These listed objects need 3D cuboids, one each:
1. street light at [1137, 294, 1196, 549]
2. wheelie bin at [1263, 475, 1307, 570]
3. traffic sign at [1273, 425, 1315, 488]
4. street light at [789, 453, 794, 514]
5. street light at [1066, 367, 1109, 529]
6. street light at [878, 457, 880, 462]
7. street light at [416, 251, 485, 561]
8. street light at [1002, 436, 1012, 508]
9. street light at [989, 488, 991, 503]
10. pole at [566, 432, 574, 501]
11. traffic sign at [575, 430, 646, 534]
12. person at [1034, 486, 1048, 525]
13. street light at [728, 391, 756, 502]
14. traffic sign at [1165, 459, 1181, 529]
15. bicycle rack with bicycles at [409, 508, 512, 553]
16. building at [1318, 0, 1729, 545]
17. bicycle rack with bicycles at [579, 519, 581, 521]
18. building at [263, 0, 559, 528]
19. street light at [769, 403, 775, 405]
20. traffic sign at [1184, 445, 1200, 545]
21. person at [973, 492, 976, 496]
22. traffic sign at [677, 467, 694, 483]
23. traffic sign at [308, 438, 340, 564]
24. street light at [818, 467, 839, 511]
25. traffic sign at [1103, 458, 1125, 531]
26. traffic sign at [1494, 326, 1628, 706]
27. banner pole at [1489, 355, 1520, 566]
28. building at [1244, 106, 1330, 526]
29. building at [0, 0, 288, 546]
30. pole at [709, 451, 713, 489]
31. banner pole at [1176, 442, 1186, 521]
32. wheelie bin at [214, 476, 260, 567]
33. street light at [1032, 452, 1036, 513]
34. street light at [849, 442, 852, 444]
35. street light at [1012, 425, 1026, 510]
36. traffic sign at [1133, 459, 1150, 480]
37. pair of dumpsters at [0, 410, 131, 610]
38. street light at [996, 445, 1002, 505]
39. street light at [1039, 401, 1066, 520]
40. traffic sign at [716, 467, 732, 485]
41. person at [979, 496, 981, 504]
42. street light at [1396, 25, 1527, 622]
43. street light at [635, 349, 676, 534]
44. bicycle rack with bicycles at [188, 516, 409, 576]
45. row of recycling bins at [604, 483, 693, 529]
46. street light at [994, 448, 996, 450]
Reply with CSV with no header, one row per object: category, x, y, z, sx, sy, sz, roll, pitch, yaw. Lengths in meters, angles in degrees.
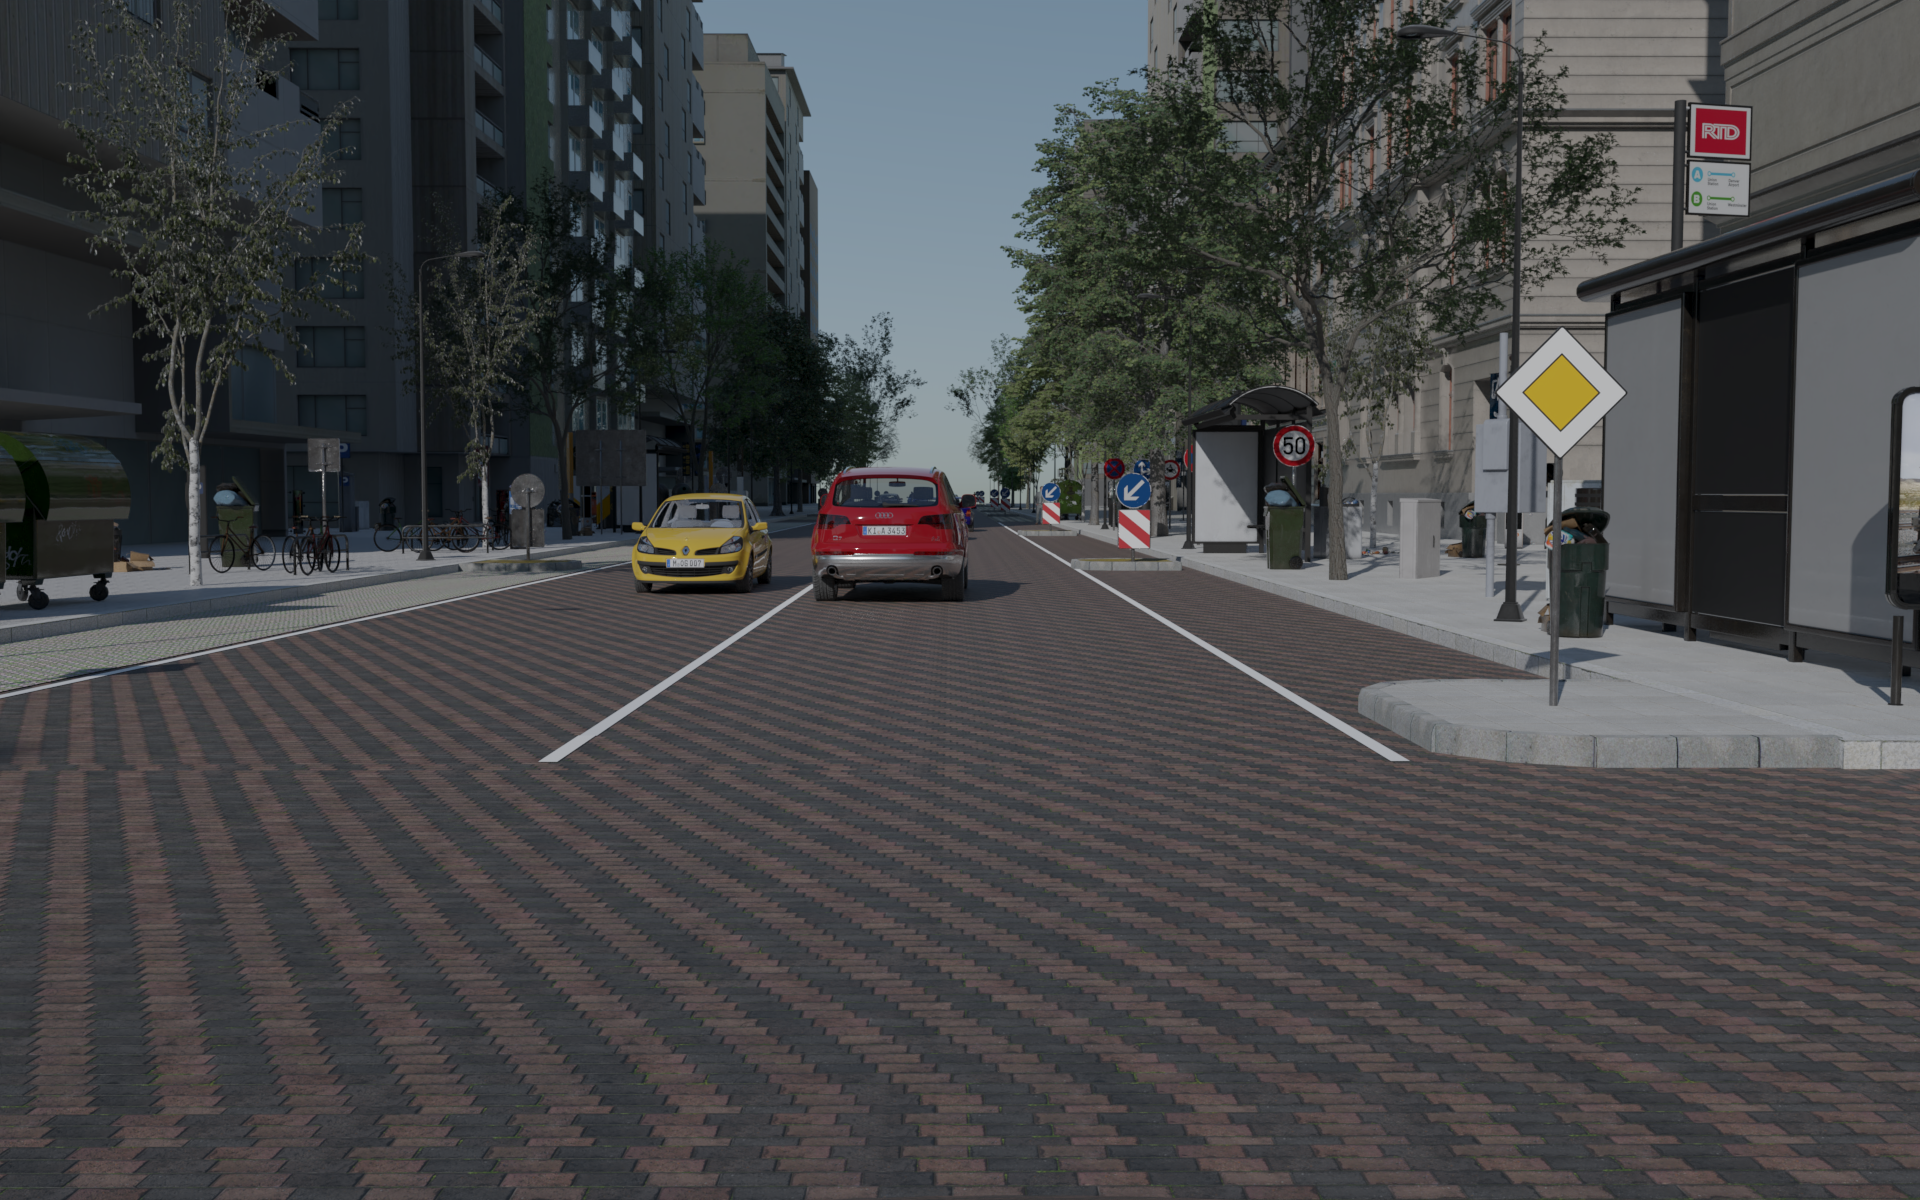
street light,4.800,-4.144,40.288,1.470,5.913,1.316,0,4,0
wheelie bin,5.525,-1.324,29.563,0.693,1.594,0.980,0,4,3
traffic sign,6.155,-1.948,31.961,0.768,2.556,0.104,1,4,8
street light,-10.190,-8.418,110.181,1.470,5.913,1.316,0,4,0
street light,4.724,-5.516,62.720,1.470,5.913,1.316,0,4,0
street light,-10.632,-14.854,215.400,1.470,5.913,1.316,0,4,0
street light,-9.774,-3.714,33.266,1.470,5.913,1.316,0,4,0
street light,4.320,-10.195,139.229,1.470,5.913,1.316,0,4,0
street light,3.942,-13.832,198.701,1.470,5.913,1.316,0,4,0
pole,-12.882,-3.876,57.223,0.158,3.312,0.155,0,3,0
traffic sign,-11.054,-3.730,54.853,2.265,3.308,0.079,0,4,4
person,3.775,-4.421,80.885,0.635,1.810,0.391,-1,4,-13
street light,-9.896,-6.458,78.132,1.470,5.913,1.316,0,4,0
traffic sign,7.719,-3.888,63.671,0.768,2.556,0.104,0,3,0
bicycle rack with bicycles,-11.458,-1.524,38.303,2.925,0.926,2.852,-1,4,-10
building,20.067,-16.307,54.012,14.401,28.519,23.554,0,4,0
bicycle rack with bicycles,-18.902,-4.079,80.073,2.925,0.926,2.852,0,4,-5
building,-25.034,-23.624,69.853,14.154,41.232,14.086,0,4,0
street light,-10.023,-7.046,87.749,1.470,5.913,1.316,0,4,0
traffic sign,5.976,-2.645,43.344,0.768,2.556,0.104,0,4,1
person,1.951,-13.495,229.958,1.217,1.723,0.721,1,4,17
traffic sign,-12.421,-4.784,78.328,0.768,2.556,0.104,0,4,3
traffic sign,-11.680,-1.816,31.817,0.606,2.300,0.079,0,4,7
street light,-10.242,-9.841,133.442,1.470,5.913,1.316,0,4,0
traffic sign,5.393,-3.701,60.615,0.768,2.556,0.104,0,3,0
traffic sign,3.594,-0.415,10.435,0.795,2.450,0.064,0,4,0
banner pole,9.803,-2.524,31.289,0.401,3.779,0.863,-1,4,-20
building,18.803,-12.908,75.673,10.561,19.102,19.286,0,4,0
building,-31.173,-27.363,36.625,28.713,52.752,27.495,0,4,0
pole,-11.833,-5.413,82.339,0.158,3.312,0.155,0,3,0
banner pole,10.580,-5.685,82.960,0.401,3.779,0.863,-2,4,-28
wheelie bin,-12.741,-1.383,30.525,0.693,1.594,0.980,-1,4,-16
street light,4.623,-7.440,94.189,1.470,5.913,1.316,0,4,0
street light,-10.373,-11.213,155.874,1.470,5.913,1.316,0,4,0
street light,4.449,-8.823,116.797,1.470,5.913,1.316,0,4,0
traffic sign,6.745,-3.889,63.697,0.768,2.556,0.104,0,4,2
pair of dumpsters,-10.686,-0.987,18.628,1.574,2.255,4.437,0,4,0
street light,4.328,-11.594,162.108,1.470,5.913,1.316,0,4,0
street light,4.714,-6.912,85.552,1.470,5.913,1.316,0,4,0
traffic sign,-11.129,-4.985,81.611,0.768,2.556,0.104,0,4,1
person,2.603,-13.490,232.277,0.599,1.433,0.991,1,4,20
street light,5.023,-2.740,17.335,1.470,5.913,1.316,0,4,0
street light,-9.751,-5.086,55.700,1.470,5.913,1.316,0,4,0
bicycle rack with bicycles,-11.125,-0.923,28.470,2.852,0.926,2.925,1,4,8
row of recycling bins,-11.704,-3.512,64.528,3.534,1.692,1.069,0,4,0
street light,4.186,-12.461,176.270,1.470,5.913,1.316,0,4,0
